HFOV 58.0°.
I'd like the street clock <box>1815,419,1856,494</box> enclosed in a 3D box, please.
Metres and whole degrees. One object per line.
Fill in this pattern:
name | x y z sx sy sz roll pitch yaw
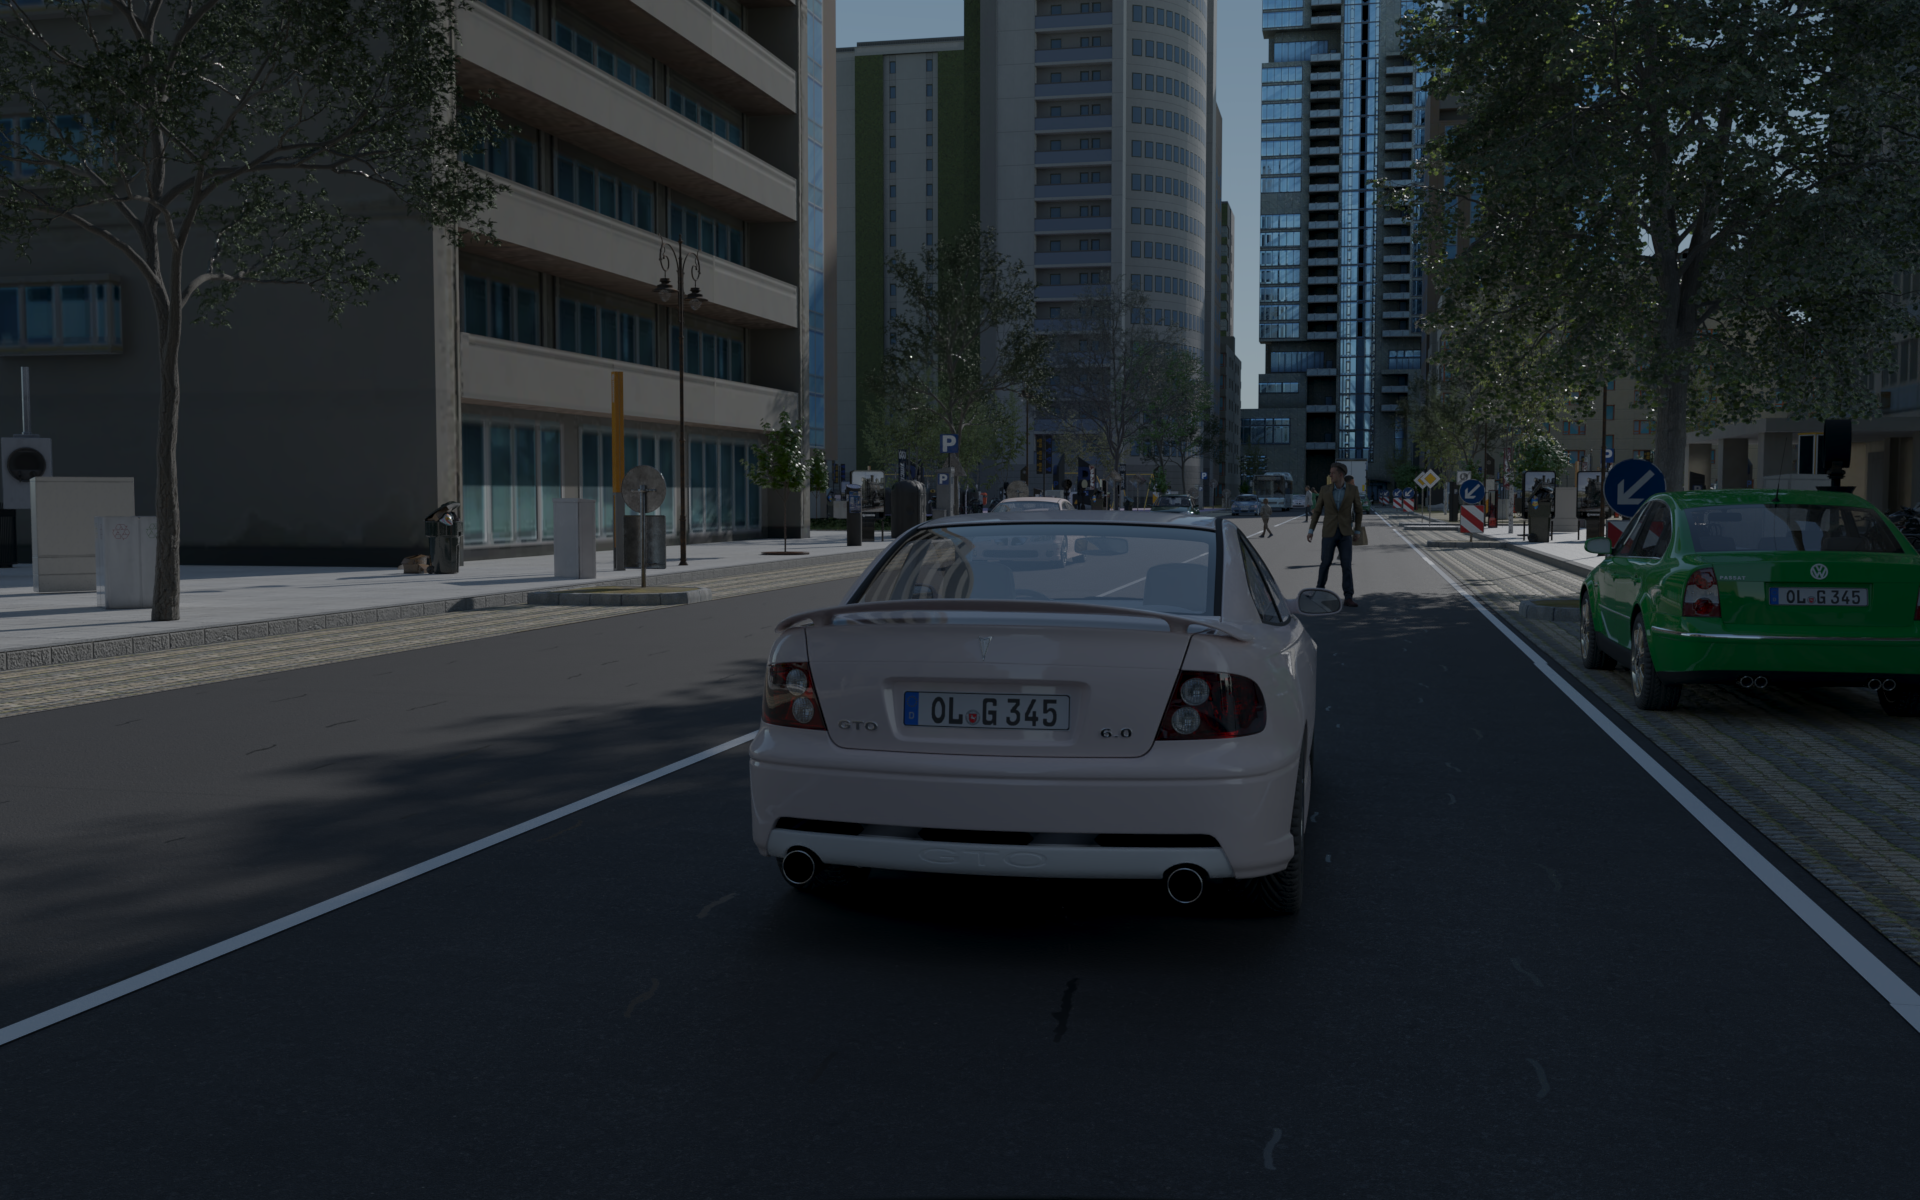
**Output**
street clock | 8.499 -0.750 16.828 0.358 2.002 0.471 2 4 24

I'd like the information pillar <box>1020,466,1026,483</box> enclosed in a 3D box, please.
information pillar | 5.176 -9.184 141.517 0.504 3.616 0.183 0 4 -3

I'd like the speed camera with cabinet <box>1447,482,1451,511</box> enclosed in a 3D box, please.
speed camera with cabinet | 37.427 -8.499 133.289 0.660 3.252 2.038 2 4 23

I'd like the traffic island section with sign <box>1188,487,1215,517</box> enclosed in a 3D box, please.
traffic island section with sign | 13.994 -5.810 103.618 1.989 1.847 2.006 1 4 13

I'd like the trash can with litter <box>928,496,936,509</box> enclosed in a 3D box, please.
trash can with litter | -1.168 -4.967 92.600 0.624 1.170 1.055 2 4 35

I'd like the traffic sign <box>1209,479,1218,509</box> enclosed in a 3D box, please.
traffic sign | 21.574 -9.017 147.537 0.768 2.556 0.104 1 4 13

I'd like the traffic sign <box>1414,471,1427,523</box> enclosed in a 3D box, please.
traffic sign | 20.410 -4.452 76.440 0.795 2.450 0.064 1 4 13

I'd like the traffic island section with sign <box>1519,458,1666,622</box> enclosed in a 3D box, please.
traffic island section with sign | 7.554 -0.696 20.011 1.989 1.847 2.006 1 4 13

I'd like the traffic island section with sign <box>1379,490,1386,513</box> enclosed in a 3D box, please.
traffic island section with sign | 32.262 -7.318 128.277 1.989 1.847 2.006 1 4 13

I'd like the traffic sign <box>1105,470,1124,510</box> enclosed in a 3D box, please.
traffic sign | 6.357 -4.148 71.469 0.795 2.450 0.064 1 4 13

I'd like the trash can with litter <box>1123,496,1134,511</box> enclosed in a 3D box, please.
trash can with litter | 9.655 -5.239 97.046 1.055 1.170 0.624 3 5 41

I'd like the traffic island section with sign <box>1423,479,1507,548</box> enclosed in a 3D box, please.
traffic island section with sign | 13.643 -2.329 46.701 1.989 1.847 2.006 1 4 13

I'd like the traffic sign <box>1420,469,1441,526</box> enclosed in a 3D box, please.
traffic sign | 18.632 -3.976 68.655 0.795 2.450 0.064 1 4 13

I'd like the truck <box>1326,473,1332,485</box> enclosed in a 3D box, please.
truck | 35.682 -10.118 161.346 3.469 3.379 9.791 1 4 14

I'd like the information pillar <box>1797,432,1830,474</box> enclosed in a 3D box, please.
information pillar | 10.265 -0.997 20.792 0.304 2.012 0.304 -1 4 -14

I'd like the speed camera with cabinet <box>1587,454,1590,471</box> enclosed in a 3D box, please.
speed camera with cabinet | 31.204 -5.562 85.270 0.660 3.252 2.038 1 4 13

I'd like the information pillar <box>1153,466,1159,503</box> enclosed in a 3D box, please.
information pillar | 15.950 -9.145 140.871 0.504 3.616 0.183 0 4 -4

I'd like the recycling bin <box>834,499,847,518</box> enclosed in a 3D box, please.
recycling bin | -4.188 -3.145 63.967 0.722 1.027 0.722 2 4 32

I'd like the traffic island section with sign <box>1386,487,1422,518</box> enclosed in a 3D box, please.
traffic island section with sign | 26.274 -5.710 101.993 1.989 1.847 2.006 1 4 13

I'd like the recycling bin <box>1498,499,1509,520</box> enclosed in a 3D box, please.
recycling bin | 27.159 -4.534 86.692 0.722 1.027 0.722 3 5 40

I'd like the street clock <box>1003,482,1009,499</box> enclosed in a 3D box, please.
street clock | 2.758 -6.052 103.512 0.358 2.002 0.471 1 4 16

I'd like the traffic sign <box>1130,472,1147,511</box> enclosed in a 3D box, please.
traffic sign | 8.135 -4.625 79.254 0.795 2.450 0.064 1 4 13

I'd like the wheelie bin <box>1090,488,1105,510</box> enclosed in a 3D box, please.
wheelie bin | 6.792 -4.751 85.587 0.693 1.594 0.980 1 4 8

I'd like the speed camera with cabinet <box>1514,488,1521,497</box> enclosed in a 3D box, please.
speed camera with cabinet | 42.553 -8.275 129.632 2.038 3.252 0.660 2 4 32

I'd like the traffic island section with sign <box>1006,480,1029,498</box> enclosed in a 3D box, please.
traffic island section with sign | 1.601 -2.488 49.312 1.989 1.847 2.006 1 4 13

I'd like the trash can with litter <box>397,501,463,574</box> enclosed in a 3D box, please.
trash can with litter | -8.547 -1.009 27.879 1.055 1.170 0.624 1 4 11

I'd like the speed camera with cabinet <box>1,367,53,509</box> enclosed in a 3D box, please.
speed camera with cabinet | -15.080 -1.971 26.566 2.038 3.252 0.660 -2 4 -25

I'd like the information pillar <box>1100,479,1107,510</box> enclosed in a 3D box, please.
information pillar | 7.175 -5.021 86.587 0.304 2.012 0.304 -1 4 -13

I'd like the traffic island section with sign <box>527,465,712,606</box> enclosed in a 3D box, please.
traffic island section with sign | -4.404 -0.881 23.032 1.989 1.847 2.006 1 4 13

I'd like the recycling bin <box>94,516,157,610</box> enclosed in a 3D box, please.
recycling bin | -9.366 -0.434 19.658 0.722 1.027 0.722 -2 4 -34

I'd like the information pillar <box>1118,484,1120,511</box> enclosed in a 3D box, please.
information pillar | 9.824 -6.331 108.001 0.304 2.012 0.304 0 4 -4

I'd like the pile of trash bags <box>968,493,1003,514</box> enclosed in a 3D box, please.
pile of trash bags | 0.818 -5.369 97.538 3.447 1.369 1.912 1 4 20

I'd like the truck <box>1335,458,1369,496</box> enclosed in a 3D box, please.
truck | 31.944 -9.318 141.266 2.839 4.237 11.283 1 4 13

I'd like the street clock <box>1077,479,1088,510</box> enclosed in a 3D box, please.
street clock | 6.056 -4.940 85.333 0.358 2.002 0.471 3 5 44

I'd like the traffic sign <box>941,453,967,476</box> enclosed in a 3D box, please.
traffic sign | -0.237 -3.135 51.266 0.884 2.594 0.081 1 4 13

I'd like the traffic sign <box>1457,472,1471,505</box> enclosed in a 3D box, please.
traffic sign | 22.543 -4.612 77.532 0.606 2.300 0.079 1 4 16

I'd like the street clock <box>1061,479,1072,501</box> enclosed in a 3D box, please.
street clock | 5.159 -4.840 83.702 0.471 2.002 0.358 -1 4 -22

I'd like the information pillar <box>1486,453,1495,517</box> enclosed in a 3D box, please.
information pillar | 29.778 -6.483 97.357 0.504 3.616 0.183 0 4 1

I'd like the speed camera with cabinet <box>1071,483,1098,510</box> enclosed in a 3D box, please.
speed camera with cabinet | 9.499 -8.430 132.168 2.038 3.252 0.660 2 4 24

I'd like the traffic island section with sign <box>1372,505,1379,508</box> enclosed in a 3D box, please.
traffic island section with sign | 43.379 -10.290 176.868 1.989 1.847 2.006 1 4 13

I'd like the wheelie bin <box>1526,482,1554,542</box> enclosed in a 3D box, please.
wheelie bin | 15.426 -2.334 46.075 0.693 1.594 0.980 1 4 17

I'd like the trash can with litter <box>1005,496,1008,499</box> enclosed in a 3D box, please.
trash can with litter | 4.334 -8.666 153.075 1.055 1.170 0.624 -3 5 -41

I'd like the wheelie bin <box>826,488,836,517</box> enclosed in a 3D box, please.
wheelie bin | -7.074 -5.210 93.097 0.693 1.594 0.980 -3 4 -36

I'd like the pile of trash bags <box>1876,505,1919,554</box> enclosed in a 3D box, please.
pile of trash bags | 17.923 -1.277 30.625 3.447 1.369 1.912 1 4 20

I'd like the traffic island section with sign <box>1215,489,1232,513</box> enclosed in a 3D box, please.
traffic island section with sign | 20.034 -7.422 129.978 1.989 1.847 2.006 1 4 13

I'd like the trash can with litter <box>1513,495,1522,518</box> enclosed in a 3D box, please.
trash can with litter | 30.166 -4.955 92.073 2.233 1.210 1.678 1 4 18
